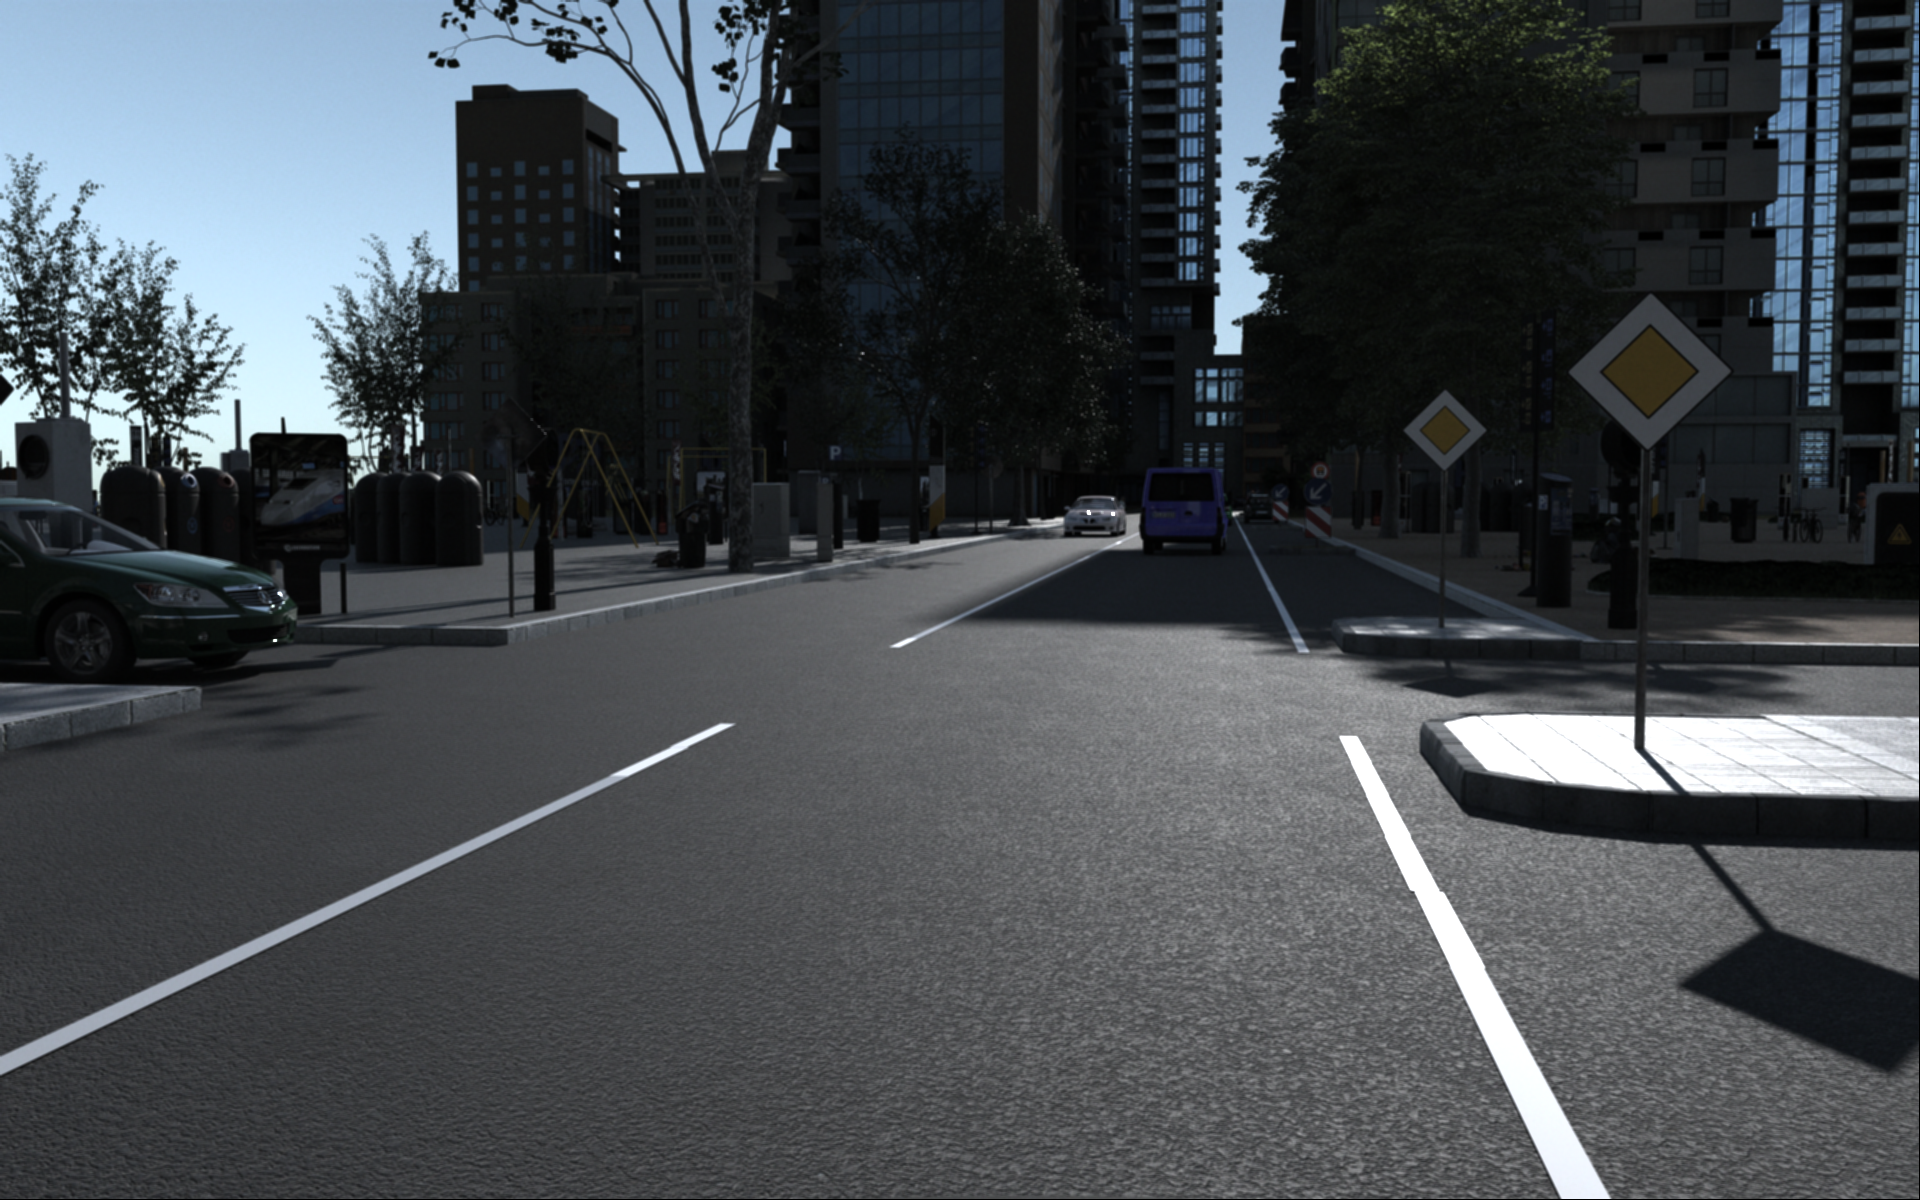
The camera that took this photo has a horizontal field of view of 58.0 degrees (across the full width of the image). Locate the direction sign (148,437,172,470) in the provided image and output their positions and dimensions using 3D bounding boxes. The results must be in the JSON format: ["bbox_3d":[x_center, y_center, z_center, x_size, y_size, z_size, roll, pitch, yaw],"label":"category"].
[{"bbox_3d":[-31.597,-4.683,68.565,0.876,3.537,0.379,1,4,11],"label":"direction sign"}]

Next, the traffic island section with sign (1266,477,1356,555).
[{"bbox_3d":[8.461,-2.020,41.661,1.989,1.847,2.006,1,4,9],"label":"traffic island section with sign"}]

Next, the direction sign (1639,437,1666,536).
[{"bbox_3d":[21.271,-3.748,53.279,0.876,3.537,0.379,1,4,11],"label":"direction sign"}]

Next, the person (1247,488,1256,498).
[{"bbox_3d":[16.137,-5.322,96.049,0.750,1.759,0.617,2,4,30],"label":"person"}]

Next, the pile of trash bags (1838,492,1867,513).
[{"bbox_3d":[40.844,-4.299,80.045,3.447,1.369,1.912,-2,4,-30],"label":"pile of trash bags"}]

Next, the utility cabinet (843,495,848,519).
[{"bbox_3d":[-6.172,-4.836,90.228,0.306,1.237,1.020,-2,4,-26],"label":"utility cabinet"}]

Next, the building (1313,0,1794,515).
[{"bbox_3d":[38.497,-32.357,118.280,28.713,52.752,27.495,1,4,9],"label":"building"}]

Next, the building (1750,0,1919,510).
[{"bbox_3d":[71.633,-50.941,145.552,31.000,86.520,22.319,1,4,9],"label":"building"}]

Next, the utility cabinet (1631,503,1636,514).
[{"bbox_3d":[33.884,-4.754,86.398,0.318,1.500,1.173,0,4,-4],"label":"utility cabinet"}]

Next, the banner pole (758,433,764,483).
[{"bbox_3d":[-8.184,-4.971,71.296,0.401,3.779,0.863,1,4,8],"label":"banner pole"}]

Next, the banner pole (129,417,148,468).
[{"bbox_3d":[-26.437,-4.031,55.921,0.401,3.779,0.863,1,4,22],"label":"banner pole"}]

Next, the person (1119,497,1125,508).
[{"bbox_3d":[7.901,-4.425,85.135,0.425,1.301,0.394,-3,4,-36],"label":"person"}]

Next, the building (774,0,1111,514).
[{"bbox_3d":[-0.913,-28.640,122.887,22.147,44.769,28.867,1,4,9],"label":"building"}]

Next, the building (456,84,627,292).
[{"bbox_3d":[-45.968,-33.173,192.489,14.200,45.320,14.600,1,4,9],"label":"building"}]

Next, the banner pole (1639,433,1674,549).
[{"bbox_3d":[16.290,-3.086,40.475,0.863,3.779,0.401,3,4,38],"label":"banner pole"}]

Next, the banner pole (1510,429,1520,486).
[{"bbox_3d":[21.400,-4.695,66.781,0.401,3.779,0.863,-1,4,-9],"label":"banner pole"}]

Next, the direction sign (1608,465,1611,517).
[{"bbox_3d":[25.783,-4.693,68.731,0.379,3.537,0.876,1,4,16],"label":"direction sign"}]

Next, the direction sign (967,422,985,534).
[{"bbox_3d":[0.520,-3.863,55.160,0.379,3.537,0.876,-3,4,-38],"label":"direction sign"}]

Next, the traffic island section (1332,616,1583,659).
[{"bbox_3d":[4.643,0.345,16.633,2.009,0.180,2.903,1,4,9],"label":"traffic island section"}]

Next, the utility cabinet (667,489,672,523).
[{"bbox_3d":[-12.706,-4.025,74.491,0.318,1.500,1.173,0,4,7],"label":"utility cabinet"}]

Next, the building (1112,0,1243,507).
[{"bbox_3d":[14.930,-53.437,186.364,31.000,86.520,22.319,1,4,9],"label":"building"}]

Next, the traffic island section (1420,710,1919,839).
[{"bbox_3d":[3.445,0.828,8.738,2.009,0.180,2.903,1,4,9],"label":"traffic island section"}]

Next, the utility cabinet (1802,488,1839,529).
[{"bbox_3d":[31.400,-3.337,63.234,1.173,1.500,0.318,0,4,4],"label":"utility cabinet"}]

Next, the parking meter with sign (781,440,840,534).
[{"bbox_3d":[-4.848,-3.644,55.835,1.738,3.016,0.543,0,4,1],"label":"parking meter with sign"}]

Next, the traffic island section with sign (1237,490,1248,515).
[{"bbox_3d":[19.989,-6.668,117.650,1.989,1.847,2.006,1,4,9],"label":"traffic island section with sign"}]

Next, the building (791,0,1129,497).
[{"bbox_3d":[-0.298,-32.899,157.511,30.456,49.044,23.786,1,4,9],"label":"building"}]

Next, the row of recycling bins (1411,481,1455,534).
[{"bbox_3d":[15.757,-3.108,57.923,1.069,1.692,3.534,0,4,5],"label":"row of recycling bins"}]

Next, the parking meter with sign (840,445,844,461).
[{"bbox_3d":[-4.662,-3.969,61.162,0.543,3.016,1.738,1,4,16],"label":"parking meter with sign"}]

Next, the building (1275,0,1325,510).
[{"bbox_3d":[38.332,-30.119,147.064,22.147,44.769,28.867,1,4,9],"label":"building"}]

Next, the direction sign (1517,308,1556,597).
[{"bbox_3d":[7.193,-1.813,21.637,0.379,3.537,0.876,0,4,-7],"label":"direction sign"}]

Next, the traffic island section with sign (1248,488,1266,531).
[{"bbox_3d":[12.500,-3.650,68.312,1.989,1.847,2.006,1,4,9],"label":"traffic island section with sign"}]

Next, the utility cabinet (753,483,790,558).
[{"bbox_3d":[-3.921,-1.570,34.346,1.173,1.500,0.318,3,4,36],"label":"utility cabinet"}]

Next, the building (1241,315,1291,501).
[{"bbox_3d":[44.996,-20.881,186.442,28.899,21.520,27.650,1,4,9],"label":"building"}]

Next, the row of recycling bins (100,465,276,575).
[{"bbox_3d":[-11.561,-1.154,25.989,1.069,1.692,3.534,1,4,11],"label":"row of recycling bins"}]

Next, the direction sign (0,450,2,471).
[{"bbox_3d":[-49.947,-5.960,89.445,0.876,3.537,0.379,-1,4,-20],"label":"direction sign"}]

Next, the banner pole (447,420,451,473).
[{"bbox_3d":[-17.067,-4.157,57.988,0.401,3.779,0.863,-1,4,-18],"label":"banner pole"}]

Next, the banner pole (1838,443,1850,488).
[{"bbox_3d":[43.650,-5.842,85.534,0.401,3.779,0.863,-1,4,-12],"label":"banner pole"}]

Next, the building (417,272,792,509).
[{"bbox_3d":[-30.051,-19.269,160.082,28.899,21.520,27.650,1,4,9],"label":"building"}]

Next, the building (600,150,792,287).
[{"bbox_3d":[-25.553,-30.973,198.295,23.993,40.220,32.217,1,4,9],"label":"building"}]

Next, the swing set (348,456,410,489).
[{"bbox_3d":[-24.220,-4.564,72.237,3.119,2.851,2.862,0,4,0],"label":"swing set"}]

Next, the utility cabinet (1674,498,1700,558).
[{"bbox_3d":[12.572,-1.152,29.996,0.306,1.237,1.020,1,4,16],"label":"utility cabinet"}]

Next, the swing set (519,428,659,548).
[{"bbox_3d":[-9.093,-2.746,42.512,2.862,2.851,3.119,0,4,0],"label":"swing set"}]

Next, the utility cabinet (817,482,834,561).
[{"bbox_3d":[-2.577,-1.503,33.246,0.318,1.500,1.173,0,4,-4],"label":"utility cabinet"}]

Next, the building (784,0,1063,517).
[{"bbox_3d":[-1.554,-27.581,101.068,14.600,45.320,14.200,1,4,9],"label":"building"}]

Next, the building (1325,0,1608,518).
[{"bbox_3d":[28.081,-25.376,98.499,14.154,41.232,14.086,1,4,9],"label":"building"}]

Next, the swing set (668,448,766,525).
[{"bbox_3d":[-8.181,-3.758,59.070,3.119,2.851,2.862,0,4,-6],"label":"swing set"}]

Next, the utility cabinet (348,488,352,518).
[{"bbox_3d":[-23.732,-3.688,68.976,1.173,1.500,0.318,-2,4,-28],"label":"utility cabinet"}]

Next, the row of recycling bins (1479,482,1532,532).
[{"bbox_3d":[18.943,-3.175,59.028,1.069,1.692,3.534,-3,4,-37],"label":"row of recycling bins"}]

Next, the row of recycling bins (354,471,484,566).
[{"bbox_3d":[-10.029,-1.519,31.946,3.534,1.692,1.069,3,5,41],"label":"row of recycling bins"}]

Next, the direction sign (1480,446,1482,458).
[{"bbox_3d":[24.250,-5.497,81.877,0.379,3.537,0.876,-3,4,-38],"label":"direction sign"}]
